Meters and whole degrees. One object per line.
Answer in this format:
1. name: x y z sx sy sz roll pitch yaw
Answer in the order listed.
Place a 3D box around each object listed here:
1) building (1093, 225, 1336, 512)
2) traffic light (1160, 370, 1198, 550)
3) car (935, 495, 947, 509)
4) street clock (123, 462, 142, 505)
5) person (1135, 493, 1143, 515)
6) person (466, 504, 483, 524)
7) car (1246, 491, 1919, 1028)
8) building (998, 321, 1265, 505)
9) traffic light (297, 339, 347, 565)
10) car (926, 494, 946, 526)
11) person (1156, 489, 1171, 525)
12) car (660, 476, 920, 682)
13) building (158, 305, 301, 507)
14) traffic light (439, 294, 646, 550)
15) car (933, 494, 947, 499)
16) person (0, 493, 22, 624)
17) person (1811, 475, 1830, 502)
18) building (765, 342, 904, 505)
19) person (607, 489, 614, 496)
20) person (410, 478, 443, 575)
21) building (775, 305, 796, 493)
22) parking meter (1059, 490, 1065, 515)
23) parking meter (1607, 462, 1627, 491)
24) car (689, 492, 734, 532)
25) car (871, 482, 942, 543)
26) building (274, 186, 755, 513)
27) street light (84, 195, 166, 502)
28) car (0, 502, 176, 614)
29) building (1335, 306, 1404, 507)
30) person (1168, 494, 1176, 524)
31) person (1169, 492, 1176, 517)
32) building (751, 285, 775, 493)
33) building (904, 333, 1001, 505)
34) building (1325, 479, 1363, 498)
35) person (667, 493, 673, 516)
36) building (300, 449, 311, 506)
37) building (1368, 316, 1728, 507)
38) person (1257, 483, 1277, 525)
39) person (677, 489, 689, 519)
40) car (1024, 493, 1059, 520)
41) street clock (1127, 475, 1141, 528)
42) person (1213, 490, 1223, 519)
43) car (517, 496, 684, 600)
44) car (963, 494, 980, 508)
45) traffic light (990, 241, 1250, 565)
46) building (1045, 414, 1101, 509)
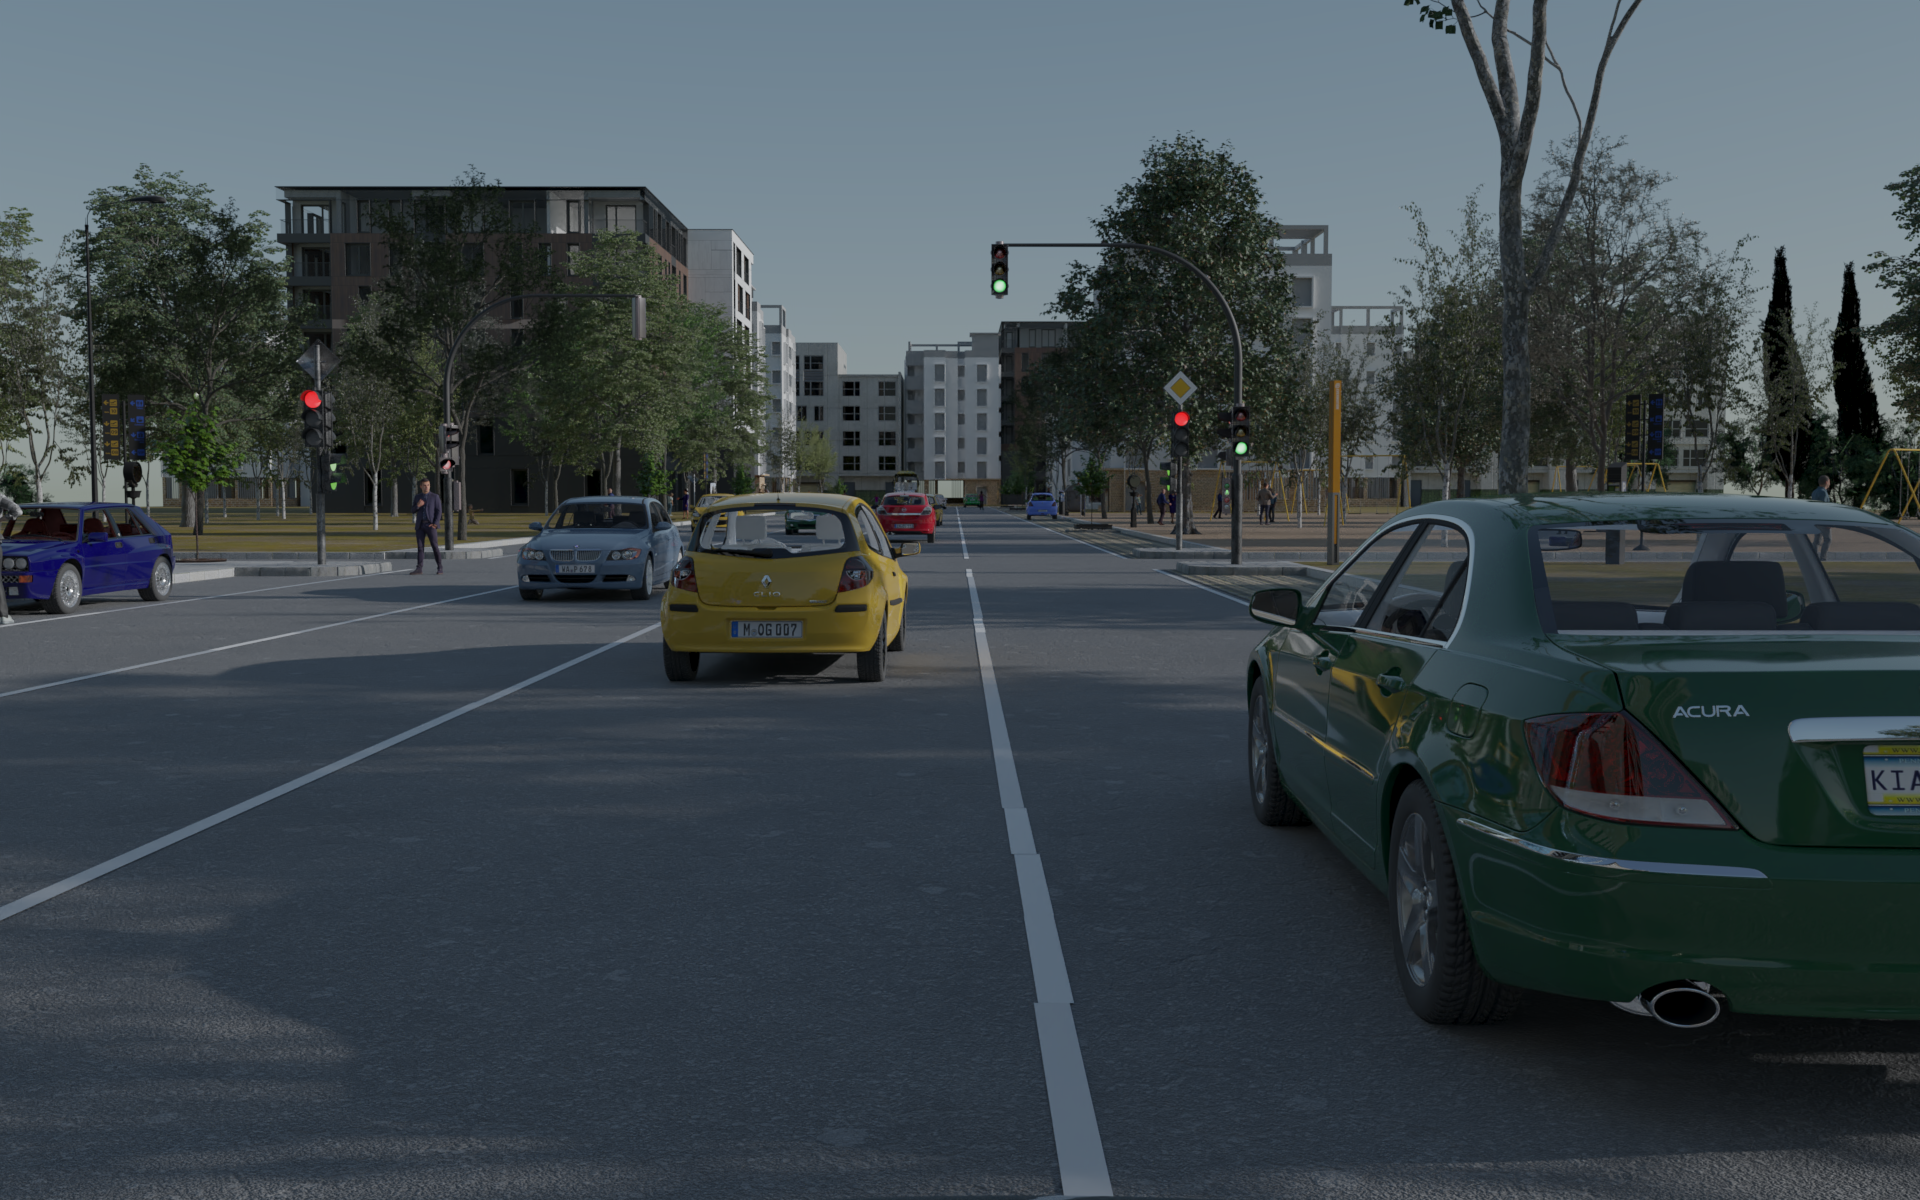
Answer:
1. building: 17.873 -16.511 126.370 16.016 20.091 11.380 0 4 0
2. traffic light: 4.993 -3.095 39.520 0.839 4.253 0.868 0 4 0
3. car: -2.230 -9.290 164.256 2.083 1.381 4.827 0 4 -1
4. street clock: -18.453 -2.086 38.673 0.358 2.002 0.471 0 4 -1
5. person: 11.158 -5.983 107.781 0.435 1.345 0.340 -3 5 -43
6. person: -20.444 -3.609 72.975 0.695 0.859 0.347 -1 4 -16
7. car: 2.171 0.349 6.092 2.131 1.459 4.920 0 4 1
8. building: 21.144 -22.712 215.308 32.646 21.610 27.936 0 4 0
9. traffic light: -11.620 -2.602 31.462 0.839 4.253 0.868 0 4 0
10. car: -1.679 -4.175 78.488 2.015 1.641 3.980 0 4 2
11. person: 8.400 -3.827 71.307 0.600 1.496 0.574 0 4 2
12. car: -1.370 -0.271 14.662 2.015 1.641 3.980 0 4 2
13. building: -74.075 -19.778 179.787 11.380 20.091 16.016 0 4 0
14. traffic light: -9.557 -3.965 39.489 4.771 5.953 1.251 0 4 0
15. car: -2.376 -10.245 177.726 2.015 1.641 3.980 0 4 1
16. person: -10.756 -0.599 19.016 0.841 1.734 0.376 -2 4 -26
17. person: 17.459 -1.614 35.013 0.434 1.807 0.598 1 4 16
18. building: -22.684 -21.038 210.432 31.486 18.905 16.747 0 4 0
19. person: -13.578 -3.581 67.285 0.600 1.496 0.574 2 4 27
20. person: -9.507 -1.310 30.840 0.541 1.710 0.530 1 4 15
21. building: -23.045 -19.763 179.537 11.380 20.091 16.016 0 4 0
22. parking meter: 6.371 -6.118 108.437 0.372 1.533 0.369 0 3 0
23. parking meter: 11.992 -1.587 31.657 0.255 1.863 0.399 3 4 38
24. car: -9.267 -3.426 66.242 2.015 1.641 3.980 0 4 -1
25. car: -1.632 -2.646 52.295 2.155 1.783 4.494 0 4 0
26. building: -31.426 -17.587 131.519 27.936 21.610 32.646 0 4 0
27. street light: -13.038 -3.335 27.074 1.470 5.913 1.316 0 4 0
28. car: -11.498 -0.568 21.868 1.945 1.354 3.894 0 4 -1
29. building: 38.660 -19.820 180.474 11.380 20.091 16.016 0 4 0
30. person: 9.245 -4.059 74.781 0.453 1.535 0.546 -2 4 -32
31. person: 12.014 -5.497 97.385 0.593 1.643 0.415 -2 4 -30
32. building: -25.352 -18.209 154.133 16.016 20.091 11.380 0 4 0
33. building: -0.925 -21.580 209.248 11.380 20.091 16.016 0 4 0
34. building: 51.532 -16.200 207.024 28.070 9.664 9.099 0 4 0
35. person: -17.137 -5.649 102.320 0.435 1.345 0.340 1 4 12
36. building: -54.361 -14.755 183.384 28.070 9.664 9.099 0 4 0
37. building: 60.229 -19.188 180.186 31.486 18.905 16.747 0 4 0
38. person: 12.762 -3.996 71.903 0.750 1.759 0.617 -3 5 -42
39. person: -13.983 -4.847 87.662 0.453 1.535 0.546 2 4 31
40. car: 4.588 -5.356 97.155 1.945 1.707 3.694 0 4 1
41. street clock: 6.645 -3.773 66.260 0.471 2.002 0.358 -1 4 -23
42. person: 13.629 -5.007 90.604 0.600 1.496 0.574 3 5 45
43. car: -5.081 -0.792 24.946 2.014 1.417 4.499 0 4 -1
44. car: 1.272 -10.829 185.852 1.959 1.807 4.718 0 4 -1
45. traffic light: 2.929 -3.469 31.386 4.771 5.953 1.251 0 4 0
46. building: 13.804 -14.204 174.382 9.099 9.664 28.070 0 4 0
